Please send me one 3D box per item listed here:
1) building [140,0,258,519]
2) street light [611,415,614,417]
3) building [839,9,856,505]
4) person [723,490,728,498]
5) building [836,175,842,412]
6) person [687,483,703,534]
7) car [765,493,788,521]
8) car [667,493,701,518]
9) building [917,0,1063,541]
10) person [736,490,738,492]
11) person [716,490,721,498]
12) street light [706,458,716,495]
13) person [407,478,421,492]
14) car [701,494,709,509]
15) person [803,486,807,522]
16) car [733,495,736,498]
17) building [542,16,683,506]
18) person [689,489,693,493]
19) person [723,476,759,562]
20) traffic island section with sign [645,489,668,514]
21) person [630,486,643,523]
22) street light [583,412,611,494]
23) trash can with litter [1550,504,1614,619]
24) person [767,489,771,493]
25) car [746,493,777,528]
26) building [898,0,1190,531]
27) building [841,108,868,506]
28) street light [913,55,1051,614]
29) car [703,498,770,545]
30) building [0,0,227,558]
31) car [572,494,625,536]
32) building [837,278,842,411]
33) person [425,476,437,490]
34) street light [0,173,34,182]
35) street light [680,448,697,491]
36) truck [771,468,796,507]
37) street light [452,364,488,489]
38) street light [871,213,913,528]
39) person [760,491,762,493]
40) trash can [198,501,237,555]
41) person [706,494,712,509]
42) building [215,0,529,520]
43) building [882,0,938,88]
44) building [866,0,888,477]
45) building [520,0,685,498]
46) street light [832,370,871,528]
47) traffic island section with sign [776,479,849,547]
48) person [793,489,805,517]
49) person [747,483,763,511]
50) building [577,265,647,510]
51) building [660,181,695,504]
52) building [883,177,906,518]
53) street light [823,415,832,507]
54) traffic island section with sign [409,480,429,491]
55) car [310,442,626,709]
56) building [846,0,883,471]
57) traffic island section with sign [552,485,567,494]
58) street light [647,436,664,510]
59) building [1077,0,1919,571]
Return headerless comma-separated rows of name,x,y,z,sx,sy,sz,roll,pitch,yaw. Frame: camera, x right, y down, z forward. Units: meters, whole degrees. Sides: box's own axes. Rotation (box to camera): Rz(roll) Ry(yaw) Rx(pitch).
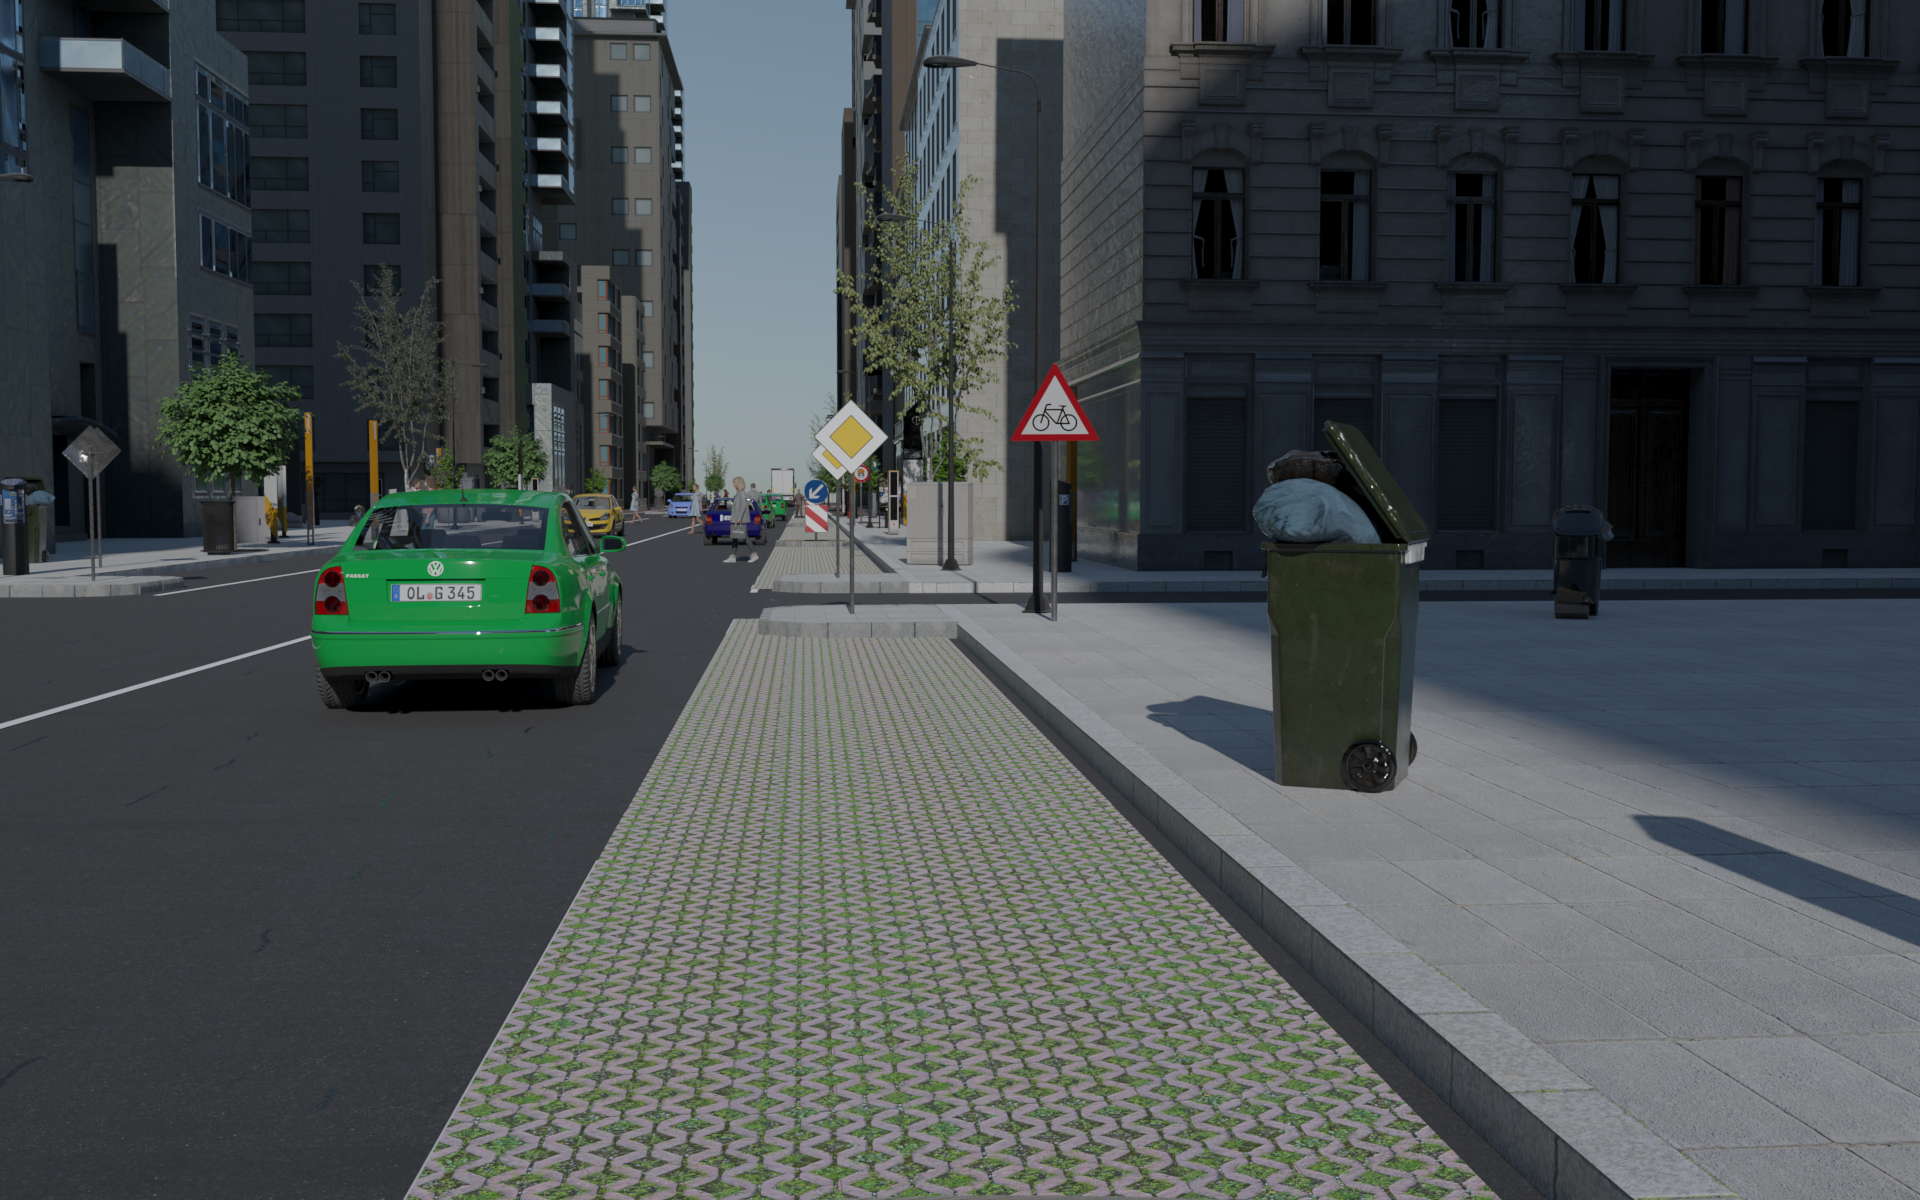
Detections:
building,-36.282,-48.952,113.031,22.319,86.520,31.000,0,4,-5
street light,-20.958,-7.883,101.421,1.470,5.913,1.316,0,4,-5
building,-5.043,-47.469,214.362,20.563,71.187,20.611,0,4,-5
person,-20.796,-8.864,153.372,0.705,1.831,1.348,1,4,13
building,-6.960,-38.320,250.238,21.300,48.544,21.600,0,4,-5
person,-9.452,-3.280,62.220,0.778,1.811,0.616,-2,4,-29
car,-10.221,-5.169,93.306,1.959,1.807,4.718,0,4,-6
car,-16.455,-5.742,103.474,1.945,1.707,3.694,0,4,-3
building,4.389,-12.283,55.572,10.420,20.320,16.860,0,4,-5
person,-12.111,-5.226,94.345,0.834,1.777,0.661,0,4,8
person,-17.856,-7.243,127.837,0.530,1.710,0.541,-1,4,-19
street light,-31.792,-15.197,221.012,1.470,5.913,1.316,0,4,-5
person,-14.339,-2.260,45.301,0.795,1.843,0.661,1,4,15
car,-25.472,-9.763,169.408,2.009,1.686,4.222,0,4,-5
person,-7.856,-4.941,89.094,0.447,1.846,0.655,-3,4,-36
car,-25.659,-11.537,201.210,1.945,1.354,3.894,0,4,-6
building,-46.504,-37.155,196.727,28.713,52.752,27.495,0,4,-5
person,-16.941,-6.159,109.913,0.721,1.735,1.217,0,4,-4
person,-4.574,-1.686,36.257,0.728,1.800,0.709,-1,4,-18
traffic island section with sign,-21.722,-7.129,125.194,1.989,1.847,2.006,0,4,-5
person,-15.718,-4.622,84.158,0.778,1.811,0.616,1,4,23
street light,-20.743,-7.673,97.994,1.470,5.913,1.316,0,4,-5
trash can with litter,6.502,-0.411,18.110,0.624,1.170,1.055,1,4,20
person,-11.964,-6.133,109.570,0.721,1.735,1.217,0,4,8
car,-8.771,-3.952,73.415,1.959,1.807,4.718,0,4,-4
building,2.762,-13.730,73.642,9.793,20.994,18.267,0,4,-5
building,-6.395,-33.485,197.589,14.600,45.320,14.200,0,4,-5
street light,0.305,-2.814,18.550,1.470,5.913,1.316,0,4,-5
car,-6.436,-2.275,49.779,1.945,1.354,3.894,0,4,-5
building,-30.959,-44.393,38.501,22.319,86.520,31.000,0,4,-5
car,-12.183,-2.889,57.462,2.015,1.641,3.980,0,4,-4
building,-9.468,-28.194,232.674,14.160,30.474,14.107,0,4,-5
person,-11.491,-1.771,37.465,0.388,1.821,0.555,-2,4,-30
street light,-14.106,-3.219,25.170,1.470,5.913,1.316,0,4,-5
street light,-27.595,-12.361,174.648,1.470,5.913,1.316,0,4,-5
truck,-19.746,-12.515,193.538,2.839,4.237,11.283,0,4,-5
street light,-17.506,-5.457,61.760,1.470,5.913,1.316,0,4,-5
street light,-0.689,-3.447,28.892,1.470,5.913,1.316,0,4,-5
person,-22.583,-11.468,196.710,1.217,1.736,0.721,0,4,1
trash can,-15.603,-1.516,36.436,0.748,1.137,0.748,0,3,0
person,-20.804,-8.077,143.740,0.799,1.438,0.628,2,4,32
building,-31.114,-19.552,91.376,14.160,30.474,14.107,0,4,-5
building,2.156,-28.271,112.344,14.600,45.320,14.200,0,4,-5
building,4.075,-29.326,134.111,22.147,44.769,28.867,0,4,-5
building,-48.236,-56.737,240.321,22.319,86.520,31.000,0,4,-5
street light,-3.940,-5.663,65.125,1.470,5.913,1.316,0,4,-5
traffic island section with sign,-4.048,-2.372,47.418,1.989,1.847,2.006,0,4,-5
person,-10.183,-6.162,109.802,0.990,1.755,0.434,3,4,36
person,-7.202,-3.147,60.074,0.709,1.813,0.853,-3,5,-41
building,-41.554,-18.319,144.557,27.650,21.520,28.899,0,4,-5
building,-41.317,-32.784,219.612,14.154,41.232,14.086,0,4,-5
building,1.636,-13.932,92.415,10.561,19.102,19.286,0,4,-5
street light,-7.385,-8.052,104.198,1.470,5.913,1.316,0,4,-5
traffic island section with sign,-14.737,-2.357,47.168,1.989,1.847,2.006,0,4,-5
car,-3.544,-0.258,13.018,1.959,1.807,4.718,0,4,-7
building,4.095,-35.038,162.110,28.713,52.752,27.495,0,4,-5
traffic island section with sign,-17.170,-4.017,74.305,1.989,1.847,2.006,0,4,-5
street light,-24.332,-10.145,138.417,1.470,5.913,1.316,0,4,-5
building,11.405,-11.276,33.515,18.267,20.994,9.793,0,4,-5
